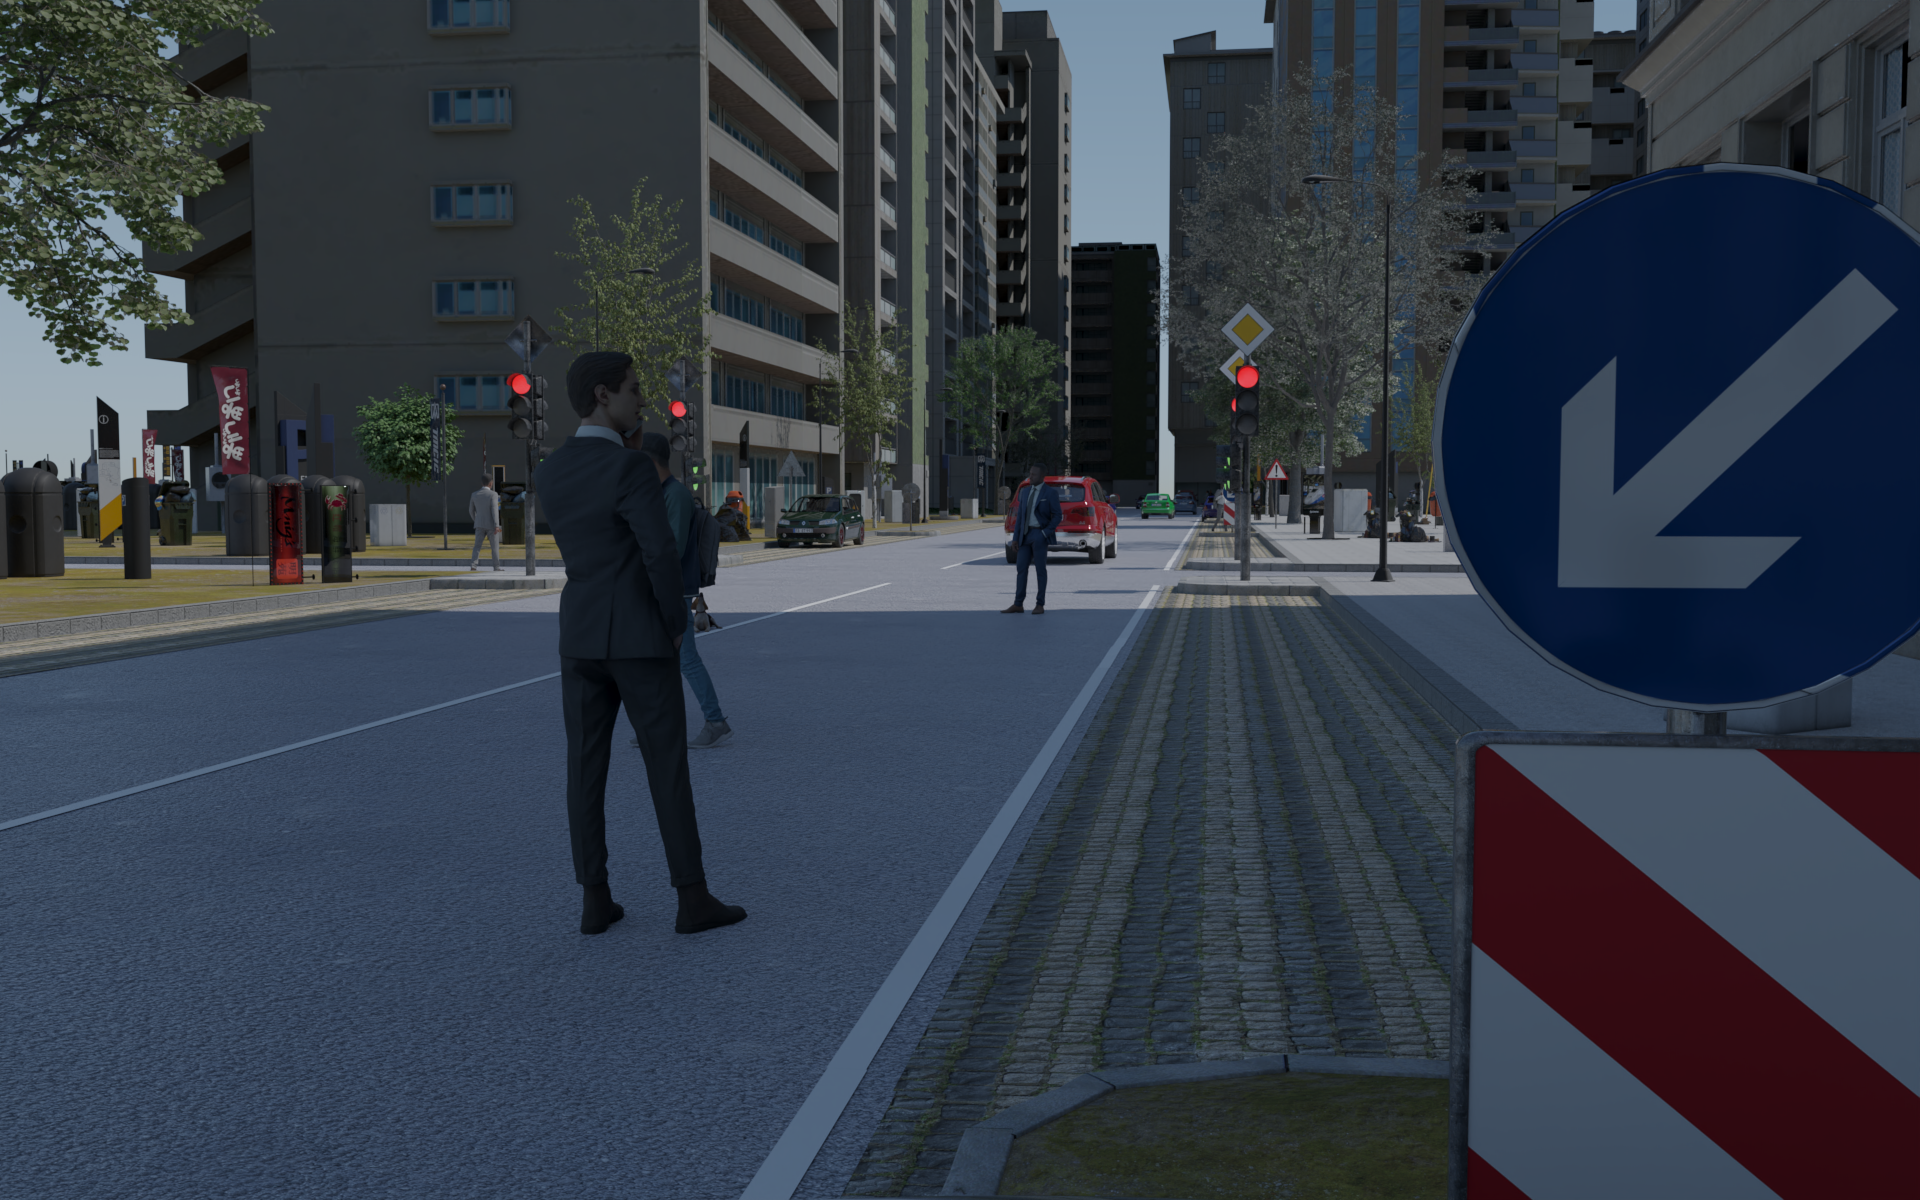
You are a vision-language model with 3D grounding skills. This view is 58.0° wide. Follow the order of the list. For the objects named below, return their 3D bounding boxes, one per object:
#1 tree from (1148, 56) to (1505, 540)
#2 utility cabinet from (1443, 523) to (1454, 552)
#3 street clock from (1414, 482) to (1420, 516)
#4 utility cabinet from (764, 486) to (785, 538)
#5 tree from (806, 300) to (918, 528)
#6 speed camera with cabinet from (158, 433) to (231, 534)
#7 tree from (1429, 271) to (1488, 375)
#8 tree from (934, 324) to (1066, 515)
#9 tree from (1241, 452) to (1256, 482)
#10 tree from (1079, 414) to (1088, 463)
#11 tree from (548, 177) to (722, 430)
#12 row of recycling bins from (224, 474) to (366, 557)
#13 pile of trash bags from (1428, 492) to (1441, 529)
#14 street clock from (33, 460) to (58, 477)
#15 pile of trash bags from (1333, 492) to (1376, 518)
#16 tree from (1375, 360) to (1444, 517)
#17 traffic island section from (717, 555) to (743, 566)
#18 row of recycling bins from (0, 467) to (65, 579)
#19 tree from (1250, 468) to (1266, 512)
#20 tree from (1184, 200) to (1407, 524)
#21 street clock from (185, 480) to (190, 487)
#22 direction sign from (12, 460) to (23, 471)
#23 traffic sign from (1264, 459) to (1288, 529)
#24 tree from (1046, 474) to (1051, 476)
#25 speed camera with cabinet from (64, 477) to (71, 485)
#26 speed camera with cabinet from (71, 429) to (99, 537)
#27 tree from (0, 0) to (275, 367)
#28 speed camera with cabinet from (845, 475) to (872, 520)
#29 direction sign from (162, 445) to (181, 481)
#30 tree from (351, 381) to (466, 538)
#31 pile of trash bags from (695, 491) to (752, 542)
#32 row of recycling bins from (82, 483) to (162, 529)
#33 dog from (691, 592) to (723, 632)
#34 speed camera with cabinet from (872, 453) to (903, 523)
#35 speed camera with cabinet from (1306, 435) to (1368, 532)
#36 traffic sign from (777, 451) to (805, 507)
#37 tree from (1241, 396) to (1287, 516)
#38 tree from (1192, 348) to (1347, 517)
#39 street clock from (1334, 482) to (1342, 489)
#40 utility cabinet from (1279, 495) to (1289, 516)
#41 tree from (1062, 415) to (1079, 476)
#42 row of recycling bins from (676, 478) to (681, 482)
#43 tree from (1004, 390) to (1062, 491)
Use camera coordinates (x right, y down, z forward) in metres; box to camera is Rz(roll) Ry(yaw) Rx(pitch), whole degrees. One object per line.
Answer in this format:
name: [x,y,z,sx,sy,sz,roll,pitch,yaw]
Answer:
tree: [10.370,-8.451,48.550,12.009,13.543,11.850,0,3,0]
utility cabinet: [11.262,-1.665,38.388,1.020,1.237,0.306,0,4,5]
street clock: [27.146,-5.997,102.626,0.471,2.002,0.358,-2,4,-35]
utility cabinet: [-5.418,-2.555,50.451,0.318,1.500,1.173,-1,4,-21]
tree: [-3.379,-6.997,64.756,4.737,8.622,4.395,0,3,0]
speed camera with cabinet: [-24.608,-3.758,55.775,2.038,3.252,0.660,-2,4,-34]
tree: [17.362,-6.503,56.678,4.360,8.622,3.978,0,3,0]
tree: [2.405,-10.939,104.607,9.928,11.665,9.643,0,3,0]
tree: [29.128,-14.082,180.604,4.360,8.622,3.978,0,3,0]
tree: [9.975,-12.766,159.078,4.360,8.622,3.978,0,3,0]
tree: [-7.872,-5.553,41.149,4.737,8.622,4.395,0,3,0]
row of recycling bins: [-14.109,-1.830,37.033,1.069,1.692,3.534,2,4,25]
pile of trash bags: [18.983,-3.303,63.750,3.447,1.369,1.912,2,4,25]
street clock: [-19.659,-1.999,37.259,0.471,2.002,0.358,1,4,11]
pile of trash bags: [19.805,-4.679,86.256,1.912,1.369,3.447,0,4,-6]
tree: [25.073,-8.813,94.453,4.737,8.622,4.395,0,3,0]
traffic island section: [-5.617,-0.788,35.170,2.009,0.180,2.903,1,4,8]
row of recycling bins: [-15.102,-1.139,25.730,1.069,1.692,3.534,2,4,33]
tree: [20.757,-7.862,123.143,1.663,3.219,1.824,0,3,0]
tree: [14.517,-10.315,75.306,9.857,13.997,8.962,0,3,0]
street clock: [-39.944,-5.177,89.220,0.358,2.002,0.471,3,5,40]
direction sign: [-62.707,-7.545,115.361,0.876,3.537,0.379,1,4,17]
traffic sign: [11.659,-3.905,63.849,0.884,2.594,0.081,1,4,10]
tree: [7.246,-9.151,144.215,1.663,3.219,1.824,0,3,0]
speed camera with cabinet: [-49.253,-6.151,94.896,2.038,3.252,0.660,0,4,5]
speed camera with cabinet: [-26.075,-3.538,52.186,0.660,3.252,2.038,-1,4,-14]
tree: [-10.180,-6.008,16.356,7.486,12.596,7.792,0,3,0]
speed camera with cabinet: [-4.588,-5.374,82.203,2.038,3.252,0.660,-2,4,-29]
direction sign: [-35.596,-5.279,78.312,0.379,3.537,0.876,2,4,35]
tree: [-16.096,-4.099,50.741,4.285,4.588,4.351,0,3,0]
pile of trash bags: [-6.595,-2.306,47.464,1.912,1.369,3.447,1,4,9]
row of recycling bins: [-30.653,-3.412,62.907,1.069,1.692,3.534,3,5,44]
dog: [-2.646,0.117,18.283,0.550,0.427,0.748,3,4,37]
speed camera with cabinet: [-3.186,-5.144,78.432,0.660,3.252,2.038,-1,4,-23]
speed camera with cabinet: [12.636,-3.897,58.053,2.038,3.252,0.660,-1,4,-18]
traffic sign: [-5.064,-3.175,51.913,0.884,2.594,0.081,1,4,14]
tree: [18.083,-9.295,102.331,4.737,8.622,4.395,0,3,0]
tree: [17.178,-9.838,95.260,8.767,10.594,7.601,0,4,-1]
street clock: [22.599,-6.055,103.573,0.471,2.002,0.358,-3,4,-36]
utility cabinet: [19.067,-5.469,100.584,1.020,1.237,0.306,1,4,15]
tree: [5.999,-10.767,126.405,4.360,8.622,3.978,0,3,0]
row of recycling bins: [-8.314,-2.280,44.391,3.534,1.692,1.069,2,4,31]
tree: [4.861,-10.423,120.784,4.360,8.622,3.978,0,3,0]
